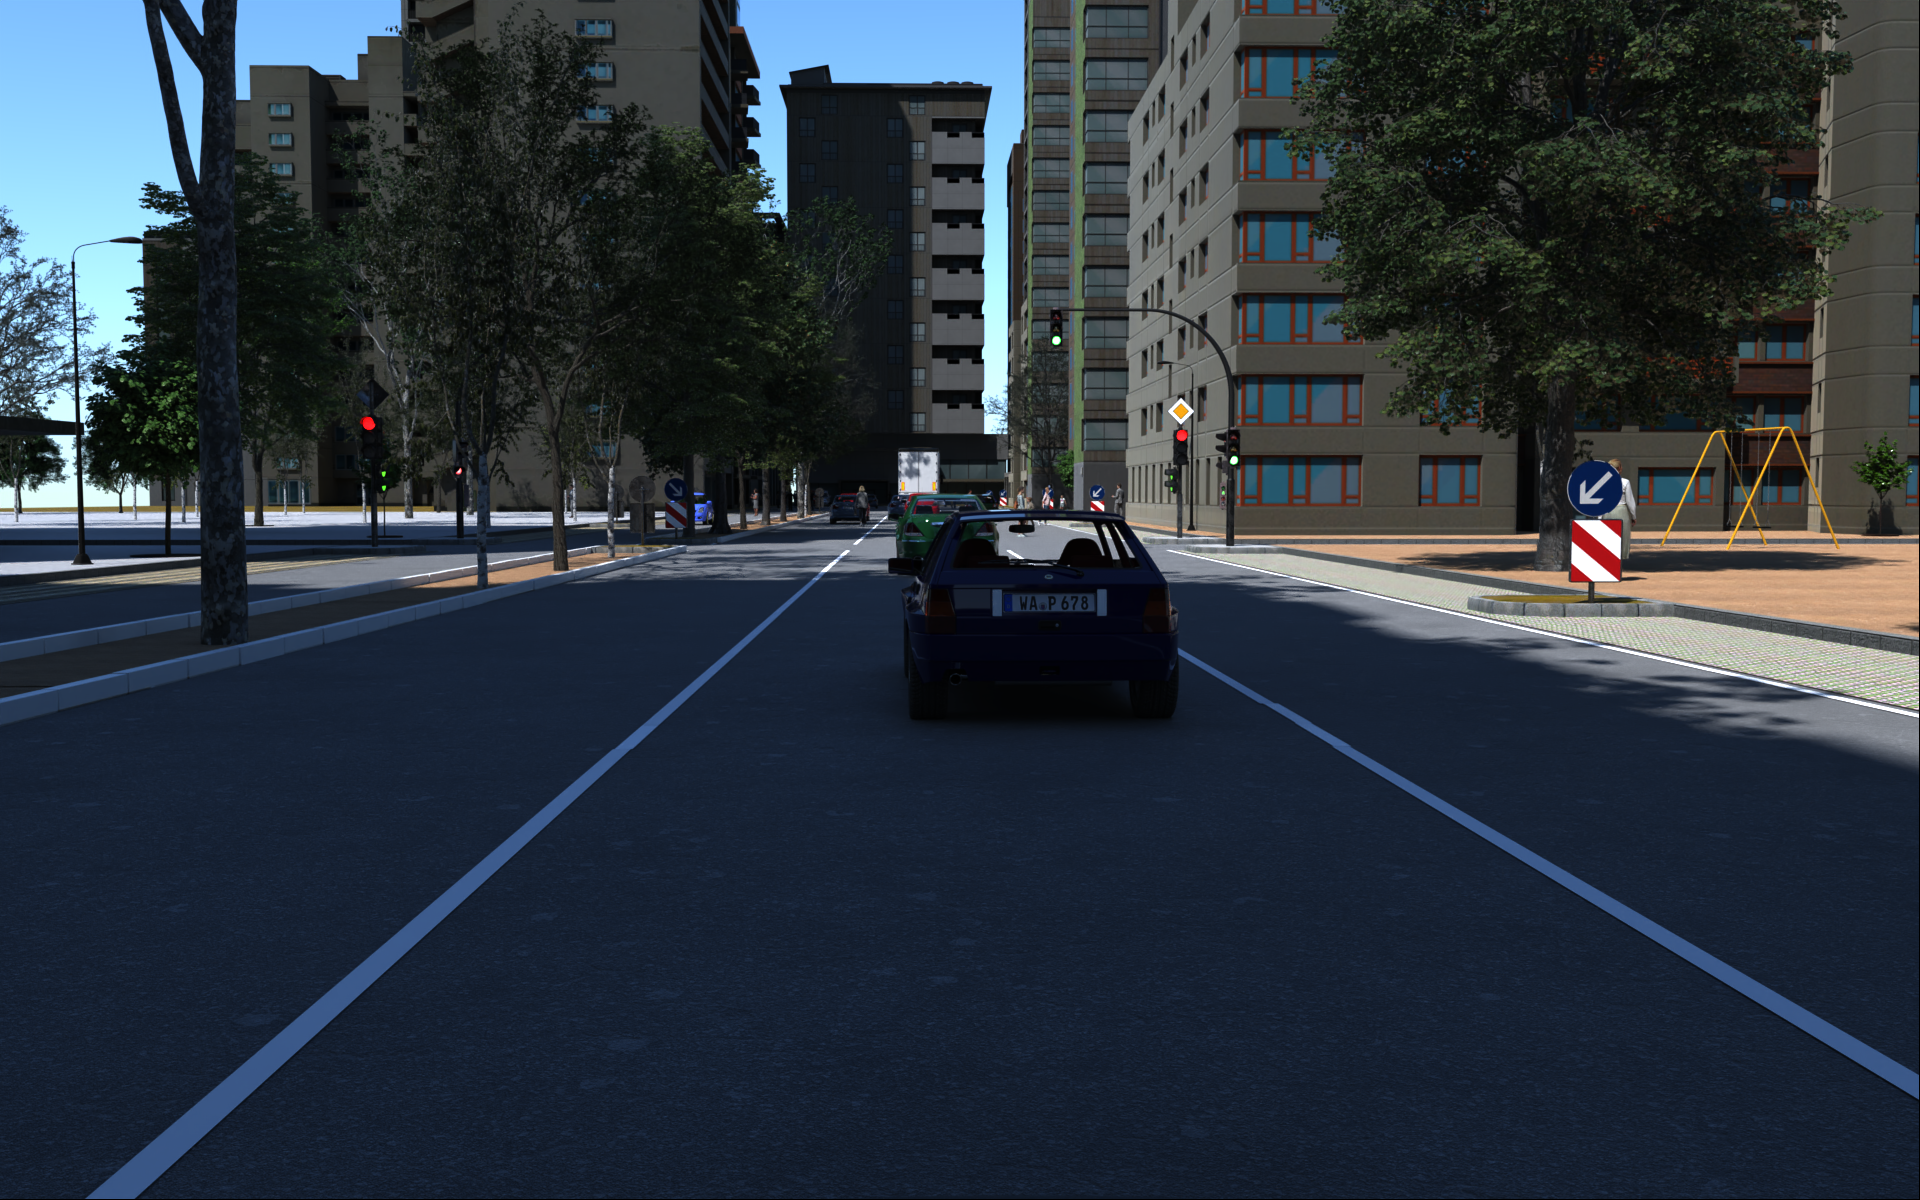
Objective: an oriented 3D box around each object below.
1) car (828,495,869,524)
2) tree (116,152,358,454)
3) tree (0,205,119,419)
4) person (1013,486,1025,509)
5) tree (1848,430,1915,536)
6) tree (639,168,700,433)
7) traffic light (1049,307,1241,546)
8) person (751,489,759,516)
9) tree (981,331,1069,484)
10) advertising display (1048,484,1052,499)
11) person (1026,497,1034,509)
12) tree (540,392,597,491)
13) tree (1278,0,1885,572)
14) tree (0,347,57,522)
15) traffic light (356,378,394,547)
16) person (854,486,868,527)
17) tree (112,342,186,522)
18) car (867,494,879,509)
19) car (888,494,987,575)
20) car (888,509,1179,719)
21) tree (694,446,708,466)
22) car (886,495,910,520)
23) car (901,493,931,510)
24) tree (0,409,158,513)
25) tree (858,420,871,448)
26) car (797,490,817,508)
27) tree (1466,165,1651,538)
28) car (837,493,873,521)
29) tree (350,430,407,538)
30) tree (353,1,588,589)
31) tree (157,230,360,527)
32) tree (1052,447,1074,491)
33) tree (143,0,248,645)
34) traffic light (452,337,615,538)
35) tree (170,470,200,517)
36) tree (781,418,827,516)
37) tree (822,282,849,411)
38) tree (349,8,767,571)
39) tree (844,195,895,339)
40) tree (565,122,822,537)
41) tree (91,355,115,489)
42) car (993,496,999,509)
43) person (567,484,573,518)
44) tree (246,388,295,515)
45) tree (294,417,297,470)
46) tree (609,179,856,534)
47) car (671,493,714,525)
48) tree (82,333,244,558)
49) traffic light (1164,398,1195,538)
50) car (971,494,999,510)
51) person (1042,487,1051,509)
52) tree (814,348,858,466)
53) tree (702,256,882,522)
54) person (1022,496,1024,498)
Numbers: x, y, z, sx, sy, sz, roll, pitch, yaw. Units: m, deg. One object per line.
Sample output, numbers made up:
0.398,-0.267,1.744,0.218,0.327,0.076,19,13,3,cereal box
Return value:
-5.427,-4.415,84.192,2.014,1.417,4.499,0,4,-2,car
-23.681,-8.494,57.001,7.486,12.596,7.792,0,3,0,tree
-39.385,-9.719,69.278,12.009,13.543,11.850,0,3,0,tree
2.043,-2.964,57.962,0.522,1.701,0.512,-1,4,-10,person
28.229,-3.558,52.774,1.663,3.219,1.824,0,3,0,tree
-7.859,-5.265,38.906,4.360,8.622,3.978,0,3,0,tree
4.545,-4.143,42.408,4.771,5.953,1.251,0,4,-2,traffic light
-13.260,-6.296,111.798,0.532,1.782,0.716,0,4,-4,person
6.763,-13.550,131.911,12.009,13.543,11.850,0,3,0,tree
6.050,-6.798,116.354,0.123,1.923,0.974,0,4,-5,advertising display
2.987,-3.745,74.003,0.475,1.303,0.640,3,4,39,person
-27.477,-10.518,122.325,4.737,8.622,4.395,0,3,0,tree
10.022,-7.461,28.638,9.857,13.997,8.962,0,3,0,tree
-43.509,-7.897,79.480,4.360,8.622,3.978,0,3,0,tree
-14.219,-3.248,42.018,0.839,4.253,0.868,0,4,-2,traffic light
-4.379,-4.128,76.169,0.709,1.800,0.728,0,4,-3,person
-35.633,-7.848,78.671,4.360,8.622,3.978,0,3,0,tree
-9.042,-9.804,172.296,2.014,1.417,4.499,0,4,-3,car
-0.276,-1.248,32.201,2.131,1.459,4.920,0,4,-2,car
0.462,0.012,12.384,1.945,1.354,3.894,0,4,-3,car
-18.960,-11.895,120.239,9.928,11.665,9.643,0,3,0,tree
-3.125,-5.179,96.682,2.014,1.417,4.499,0,4,-1,car
-1.964,-4.936,89.750,2.155,1.783,4.494,0,4,-2,car
-62.631,-9.107,111.801,11.467,7.101,20.602,2,4,30,tree
-10.187,-11.057,117.651,8.767,10.594,7.601,0,4,-2,tree
-15.203,-10.118,174.101,2.281,1.827,5.304,0,4,-1,car
13.160,-5.378,38.290,4.360,8.622,3.978,0,3,0,tree
-5.720,-5.085,92.172,2.155,1.783,4.494,0,4,-2,car
-17.108,-3.448,50.981,1.663,3.219,1.824,0,3,0,tree
-7.218,-4.481,26.082,4.360,8.622,3.978,0,3,0,tree
-27.775,-8.724,68.386,9.928,11.665,9.643,0,3,0,tree
7.376,-7.543,107.040,4.285,4.588,4.351,0,3,0,tree
-8.251,-9.687,16.732,12.611,20.169,13.585,0,3,0,tree
-12.351,-4.613,50.092,4.771,5.953,1.251,0,4,-2,traffic light
-42.765,-8.947,96.653,4.737,8.622,4.395,0,3,0,tree
-9.921,-9.680,111.091,4.360,8.622,3.978,0,3,0,tree
-8.968,-9.693,79.057,7.486,12.596,7.792,0,3,0,tree
-7.396,-5.830,32.196,8.767,10.594,7.601,0,4,-2,tree
-10.540,-14.868,101.439,12.611,20.169,13.585,0,3,0,tree
-8.452,-8.117,53.299,7.486,12.596,7.792,0,3,0,tree
-41.373,-8.333,86.615,4.360,8.622,3.978,0,3,0,tree
1.728,-6.603,120.543,1.945,1.354,3.894,0,4,-3,car
-21.084,-5.355,93.795,0.583,1.804,0.606,-3,5,-40,person
-41.618,-9.517,105.960,4.360,8.622,3.978,0,3,0,tree
-26.403,-7.749,77.051,4.360,8.622,3.978,0,3,0,tree
-8.597,-8.713,61.927,9.611,12.733,9.660,0,3,0,tree
-12.511,-4.361,80.893,1.945,1.707,3.694,0,4,-2,car
-16.311,-3.166,35.473,4.285,4.588,4.351,0,3,0,tree
6.413,-3.772,50.589,0.839,4.253,0.868,0,4,-2,traffic light
1.061,-4.932,90.424,2.009,1.686,4.222,0,4,-2,car
3.789,-4.242,78.523,0.598,1.740,0.731,1,4,8,person
-8.819,-8.187,70.724,8.767,10.594,7.601,0,4,-2,tree
-9.093,-10.773,88.965,12.009,13.543,11.850,0,3,0,tree
4.443,-6.934,126.149,0.394,1.301,0.425,0,4,-8,person
